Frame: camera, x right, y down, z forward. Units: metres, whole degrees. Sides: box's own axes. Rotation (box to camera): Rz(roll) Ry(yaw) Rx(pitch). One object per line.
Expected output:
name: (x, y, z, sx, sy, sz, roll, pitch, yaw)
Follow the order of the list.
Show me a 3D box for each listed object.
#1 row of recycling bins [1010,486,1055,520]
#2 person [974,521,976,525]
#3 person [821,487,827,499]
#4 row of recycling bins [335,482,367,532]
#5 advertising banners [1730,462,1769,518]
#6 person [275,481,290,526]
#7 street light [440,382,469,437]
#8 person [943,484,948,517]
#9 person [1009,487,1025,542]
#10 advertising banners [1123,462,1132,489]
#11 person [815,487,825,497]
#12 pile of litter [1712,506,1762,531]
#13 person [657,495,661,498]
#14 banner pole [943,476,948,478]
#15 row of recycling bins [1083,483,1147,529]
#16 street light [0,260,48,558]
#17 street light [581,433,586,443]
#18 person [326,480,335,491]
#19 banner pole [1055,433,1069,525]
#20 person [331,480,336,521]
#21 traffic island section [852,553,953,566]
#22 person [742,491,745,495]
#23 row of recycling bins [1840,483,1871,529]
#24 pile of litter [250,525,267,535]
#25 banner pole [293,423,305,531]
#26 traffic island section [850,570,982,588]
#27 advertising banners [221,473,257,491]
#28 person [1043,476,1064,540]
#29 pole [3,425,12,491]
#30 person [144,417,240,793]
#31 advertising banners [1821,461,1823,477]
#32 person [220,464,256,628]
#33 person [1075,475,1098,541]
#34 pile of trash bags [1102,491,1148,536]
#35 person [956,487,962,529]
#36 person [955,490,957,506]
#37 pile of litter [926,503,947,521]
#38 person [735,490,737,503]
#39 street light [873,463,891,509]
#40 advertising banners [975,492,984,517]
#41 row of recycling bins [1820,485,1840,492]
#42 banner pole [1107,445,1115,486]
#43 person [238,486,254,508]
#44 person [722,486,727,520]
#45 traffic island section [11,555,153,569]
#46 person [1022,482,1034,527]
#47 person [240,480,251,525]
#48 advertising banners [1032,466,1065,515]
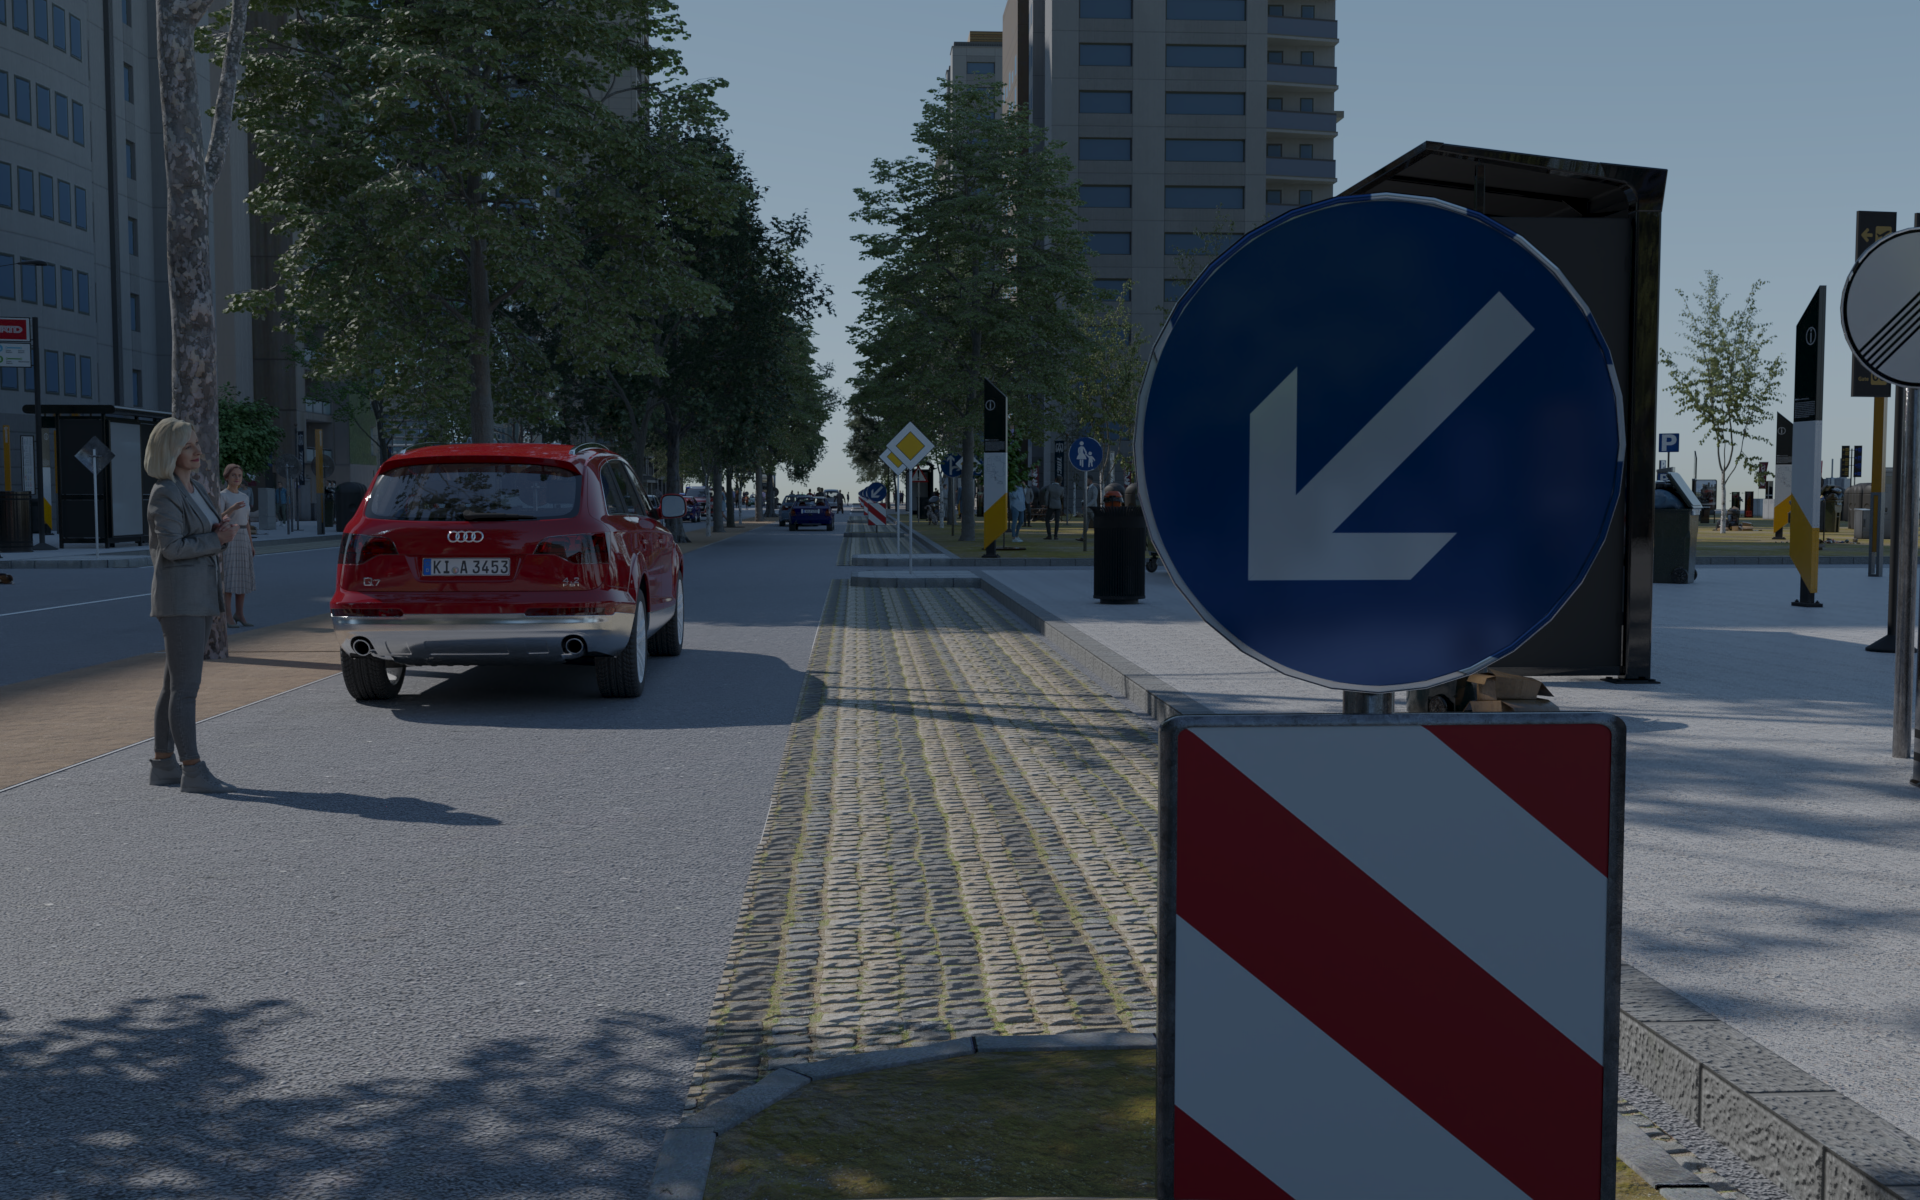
row of recycling bins: (3.121, -4.784, 85.338, 3.534, 1.692, 1.069, 2, 4, 31)
person: (0.349, -3.546, 68.273, 0.590, 1.304, 0.306, 3, 4, 38)
person: (-7.197, -5.011, 90.773, 0.374, 1.781, 0.599, 2, 4, 32)
row of recycling bins: (-21.091, -3.243, 60.128, 1.069, 1.692, 3.534, -1, 4, -16)
advertising banners: (42.892, -5.992, 94.160, 0.090, 3.025, 2.074, -3, 5, -39)
person: (-27.065, -3.836, 69.112, 0.601, 1.785, 0.444, 0, 4, 7)
street light: (-20.948, -6.071, 71.808, 1.470, 5.913, 1.316, 0, 4, -3)
person: (-0.686, -5.012, 88.183, 0.583, 1.804, 0.606, 0, 4, -5)
person: (1.503, -2.442, 46.231, 0.793, 1.790, 0.793, 0, 4, 6)
advertising banners: (9.842, -5.993, 94.174, 2.074, 3.025, 0.090, 0, 4, 8)
person: (-7.517, -4.912, 89.024, 1.509, 1.804, 0.699, 3, 5, 41)
pile of litter: (27.197, -2.850, 60.565, 1.719, 0.858, 1.176, 1, 4, 14)
person: (-35.021, -11.949, 201.272, 0.709, 1.838, 0.599, -3, 5, -40)
banner pole: (-0.776, -7.146, 106.846, 0.863, 3.779, 0.401, 0, 4, 0)
row of recycling bins: (6.142, -3.470, 63.849, 3.534, 1.692, 1.069, 2, 4, 31)
street light: (-18.775, -3.785, 34.431, 1.470, 5.913, 1.316, 0, 4, -3)
street light: (-23.459, -8.476, 111.128, 1.470, 5.913, 1.316, 0, 4, -3)
person: (-28.102, -4.375, 76.943, 0.648, 1.900, 0.474, -1, 4, -14)
banner pole: (4.215, -4.961, 71.127, 0.863, 3.779, 0.401, 3, 4, 37)
person: (-28.715, -4.513, 79.188, 0.648, 1.900, 0.474, -1, 4, -12)
traffic island section: (-1.229, -0.822, 35.725, 2.009, 0.180, 2.903, 0, 4, -3)
person: (-33.316, -15.957, 267.389, 0.568, 1.767, 0.683, -1, 4, -11)
row of recycling bins: (32.778, -3.389, 62.527, 1.069, 1.692, 3.534, 1, 4, 18)
pile of litter: (-22.696, -2.486, 54.618, 1.719, 0.858, 1.176, -1, 4, -17)
banner pole: (-23.131, -4.321, 60.670, 0.863, 3.779, 0.401, 3, 5, 45)
traffic island section: (-0.748, -0.335, 27.755, 2.009, 0.180, 2.903, 0, 4, -3)
advertising banners: (-24.694, -3.806, 58.409, 2.074, 3.025, 0.090, -2, 4, -28)
person: (2.641, -2.606, 48.837, 0.592, 1.802, 0.473, 0, 4, 5)
pole: (-28.214, -3.516, 51.330, 0.158, 3.312, 0.155, 0, 3, 0)
person: (-3.736, 0.011, 8.498, 0.526, 1.800, 0.537, 0, 4, 4)
advertising banners: (44.823, -5.816, 91.286, 0.090, 3.025, 2.074, 0, 4, -5)
person: (-7.736, -0.583, 18.601, 0.524, 1.755, 0.480, 1, 4, 22)
person: (3.501, -2.426, 45.990, 0.850, 1.792, 0.678, -1, 4, -16)
pile of trash bags: (6.012, -2.596, 52.198, 3.447, 1.369, 1.912, 1, 4, 8)
person: (0.156, -3.425, 62.072, 0.581, 1.822, 0.654, 0, 4, -6)
person: (-0.454, -10.872, 184.255, 0.568, 1.767, 0.683, -3, 5, -41)
pile of litter: (-1.011, -4.211, 82.810, 1.176, 0.858, 1.719, -1, 4, -18)
person: (-32.301, -14.931, 250.262, 0.705, 1.812, 1.348, -2, 4, -29)
street light: (-6.675, -10.804, 149.189, 1.470, 5.913, 1.316, 0, 4, -3)
advertising banners: (1.749, -6.189, 97.370, 2.074, 3.025, 0.090, -2, 4, -32)
row of recycling bins: (42.042, -4.681, 83.651, 1.069, 1.692, 3.534, -1, 4, -17)
banner pole: (7.592, -5.954, 87.361, 0.401, 3.779, 0.863, 2, 4, 34)
person: (-27.568, -3.707, 66.746, 0.635, 1.810, 0.391, -3, 4, -36)
person: (-11.300, -4.544, 82.890, 0.778, 1.811, 0.616, 3, 4, 38)
traffic island section: (-17.341, -0.763, 34.761, 2.009, 0.180, 2.903, 0, 4, -3)
person: (2.579, -3.771, 67.880, 0.592, 1.802, 0.473, 2, 4, 25)
person: (-23.694, -3.092, 57.344, 0.466, 1.731, 0.760, -1, 4, -10)
advertising banners: (5.172, -6.480, 102.134, 2.074, 3.025, 0.090, 0, 4, -2)
